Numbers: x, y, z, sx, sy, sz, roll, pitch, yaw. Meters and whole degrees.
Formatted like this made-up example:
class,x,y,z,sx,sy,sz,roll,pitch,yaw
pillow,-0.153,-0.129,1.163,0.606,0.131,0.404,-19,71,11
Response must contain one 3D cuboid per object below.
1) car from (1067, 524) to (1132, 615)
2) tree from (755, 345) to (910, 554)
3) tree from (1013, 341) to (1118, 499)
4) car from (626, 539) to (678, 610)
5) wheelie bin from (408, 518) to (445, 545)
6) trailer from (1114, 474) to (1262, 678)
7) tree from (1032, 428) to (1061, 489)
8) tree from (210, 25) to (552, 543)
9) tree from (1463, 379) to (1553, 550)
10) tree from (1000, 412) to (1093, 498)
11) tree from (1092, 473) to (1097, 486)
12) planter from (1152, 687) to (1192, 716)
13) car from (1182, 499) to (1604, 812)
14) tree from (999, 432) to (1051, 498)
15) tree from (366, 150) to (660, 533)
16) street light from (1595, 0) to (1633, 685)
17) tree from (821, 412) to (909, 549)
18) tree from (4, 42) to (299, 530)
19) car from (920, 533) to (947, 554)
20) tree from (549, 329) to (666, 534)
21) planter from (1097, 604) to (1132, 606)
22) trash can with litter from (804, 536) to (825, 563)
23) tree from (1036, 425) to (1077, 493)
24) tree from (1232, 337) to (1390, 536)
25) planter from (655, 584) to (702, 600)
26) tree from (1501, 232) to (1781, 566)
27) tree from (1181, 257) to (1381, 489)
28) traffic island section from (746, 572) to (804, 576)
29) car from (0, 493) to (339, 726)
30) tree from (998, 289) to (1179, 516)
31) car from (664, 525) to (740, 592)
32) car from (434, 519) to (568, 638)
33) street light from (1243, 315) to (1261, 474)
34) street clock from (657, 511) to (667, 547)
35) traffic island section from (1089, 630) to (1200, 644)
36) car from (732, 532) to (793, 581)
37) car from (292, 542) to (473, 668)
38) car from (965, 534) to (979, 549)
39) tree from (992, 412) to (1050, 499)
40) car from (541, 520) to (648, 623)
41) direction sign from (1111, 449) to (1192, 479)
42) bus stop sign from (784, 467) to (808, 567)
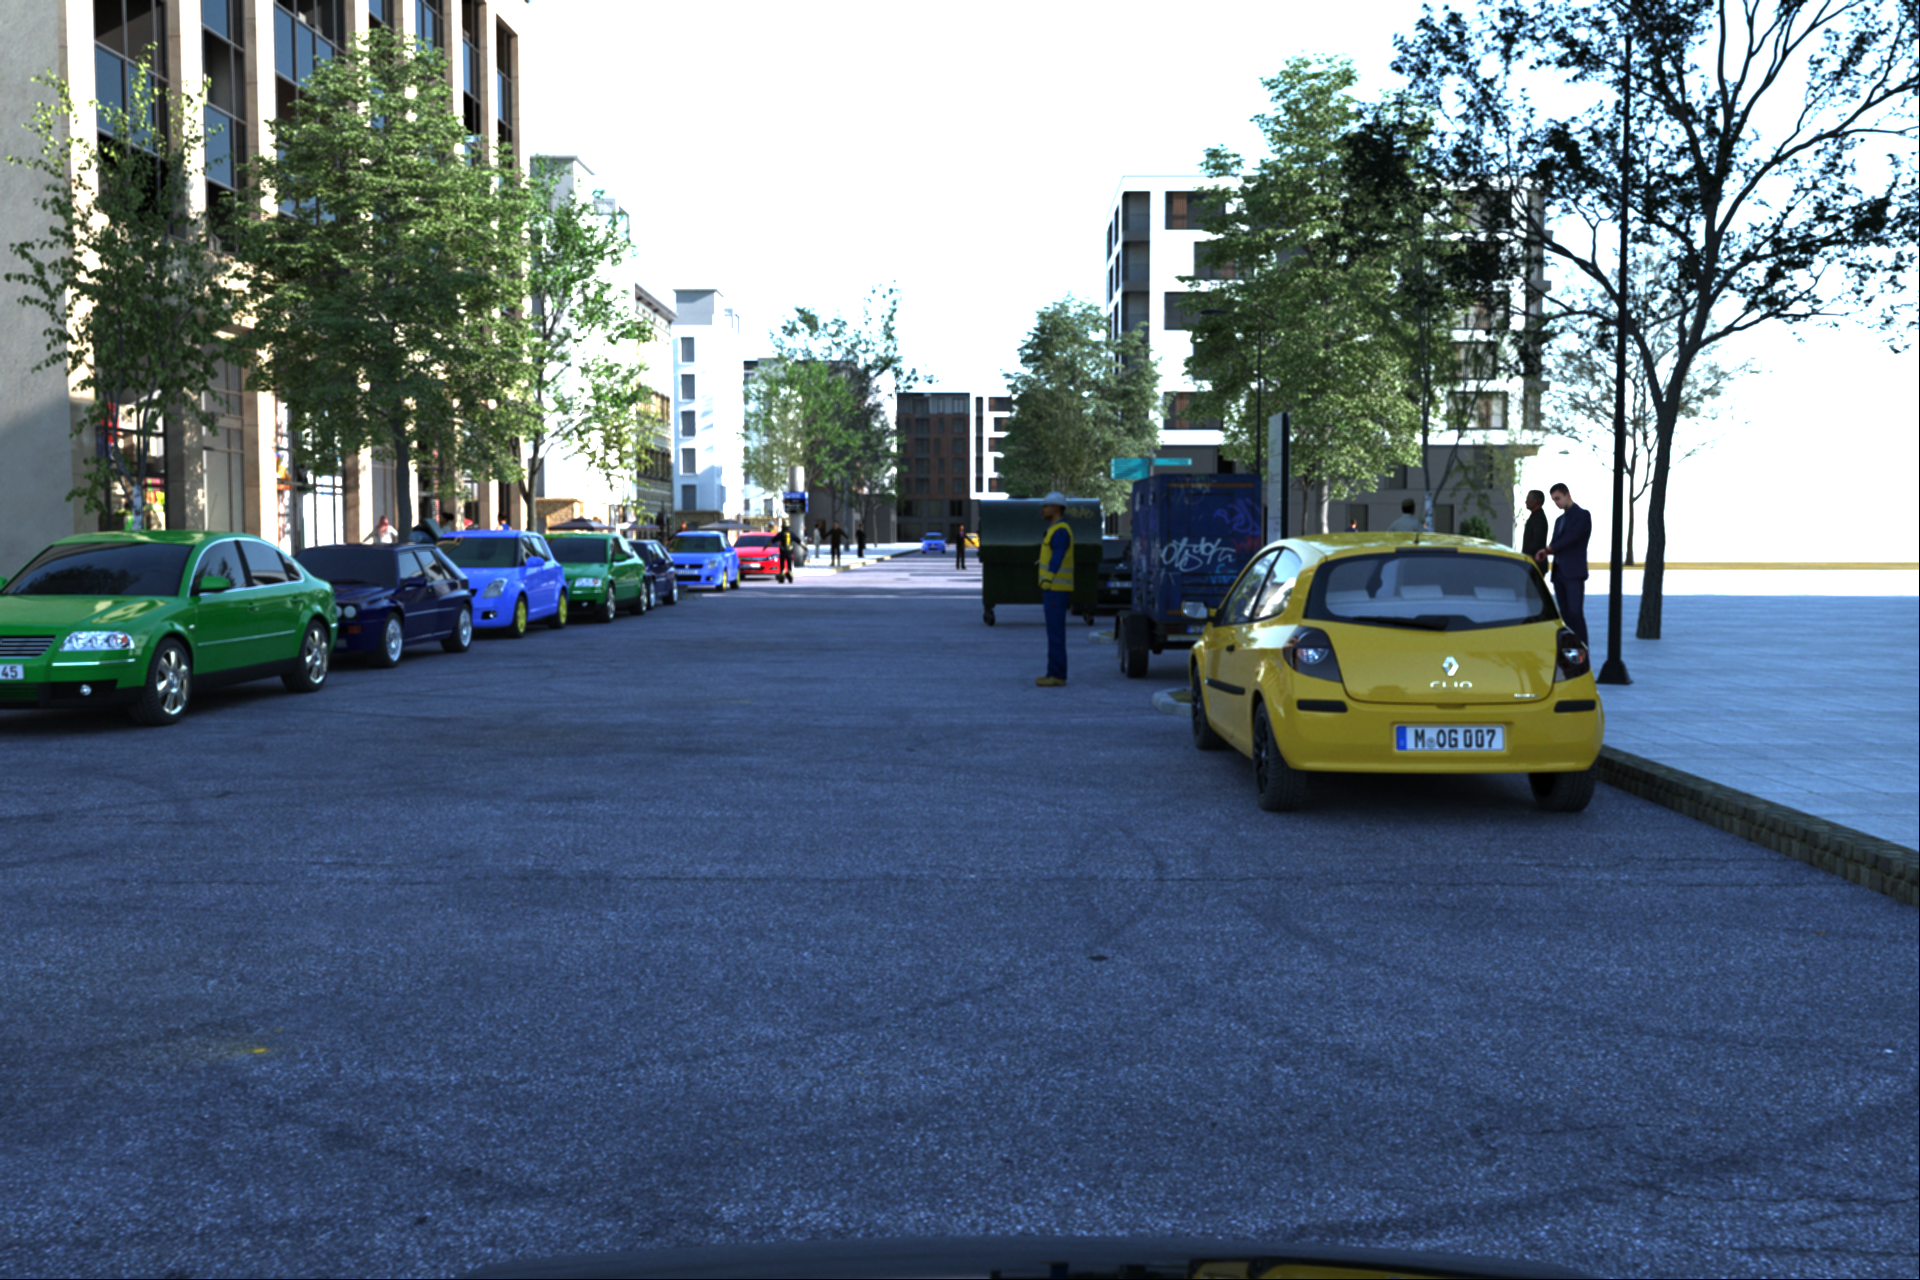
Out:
class,x,y,z,sx,sy,sz,roll,pitch,yaw
car,2.813,-1.364,32.081,2.009,1.686,4.222,0,3,0
tree,-8.075,-12.314,111.708,12.009,13.543,11.850,0,3,0
tree,3.724,-7.131,66.953,4.360,8.622,3.978,0,3,0
car,-6.630,-1.299,33.826,1.945,1.354,3.894,0,4,0
wheelie bin,-10.609,-1.634,34.628,0.693,1.594,0.980,0,4,0
trailer,2.366,-0.689,18.308,1.471,1.999,3.904,0,3,0
tree,6.748,-10.126,115.917,4.737,8.622,4.395,0,3,0
tree,-13.243,-7.431,39.630,7.486,12.596,7.792,0,3,0
tree,26.153,-7.966,80.609,4.360,8.622,3.978,0,3,0
tree,7.008,-12.935,137.237,9.928,11.665,9.643,0,3,0
tree,22.089,-21.317,255.179,9.857,13.997,8.962,0,3,0
planter,2.618,0.417,14.321,1.991,0.319,1.994,0,4,1
car,2.402,-0.009,10.364,2.015,1.641,3.980,0,4,0
tree,7.220,-13.673,149.316,9.928,11.665,9.643,0,3,0
tree,-12.177,-7.499,48.364,9.928,11.665,9.643,0,3,0
street light,6.167,-2.579,14.711,1.470,5.913,1.316,0,4,1
tree,-8.156,-13.469,145.979,9.928,11.665,9.643,0,3,0
tree,-12.711,-4.679,26.870,4.737,8.622,4.395,0,3,0
car,-1.934,-7.226,127.741,1.945,1.707,3.694,0,4,1
tree,-12.138,-6.748,60.699,4.737,8.622,4.395,0,3,0
planter,2.857,-0.871,35.376,1.991,0.319,1.994,0,4,1
trash can with litter,-6.861,-4.102,78.122,1.678,1.210,2.233,0,4,2
tree,6.605,-9.643,108.026,4.737,8.622,4.395,0,3,0
tree,15.203,-8.594,74.929,7.601,10.594,8.767,-1,4,-12
planter,-6.781,-1.053,38.351,1.991,0.319,1.994,0,4,1
tree,27.063,-9.717,69.250,12.009,13.543,11.850,0,3,0
tree,12.115,-8.500,64.731,9.928,11.665,9.643,0,3,0
traffic island section,-6.475,-2.298,60.438,1.991,0.108,1.994,0,4,1
car,-6.735,-0.339,14.345,1.959,1.807,4.718,0,4,1
tree,6.552,-11.198,89.749,9.857,13.997,8.962,0,3,0
car,-6.630,-2.103,43.971,1.945,1.707,3.694,0,4,1
car,-6.846,-0.938,24.933,1.945,1.707,3.694,0,4,1
street light,6.719,-3.870,35.814,1.470,5.913,1.316,0,4,1
street clock,-9.517,-3.108,55.384,0.358,2.002,0.471,0,4,1
traffic island section,2.743,-0.028,23.321,1.991,0.108,1.994,0,4,1
car,-6.321,-2.790,54.657,2.155,1.783,4.494,0,4,0
car,-6.868,-0.436,19.710,1.945,1.354,3.894,0,4,1
car,0.985,-9.248,161.432,2.015,1.641,3.980,0,4,0
tree,7.729,-15.750,164.174,9.857,13.997,8.962,0,3,0
car,-6.485,-1.255,29.310,1.959,1.807,4.718,0,4,0
direction sign,5.998,-3.981,53.858,2.525,3.948,1.411,0,4,0
bus stop sign,-6.415,-4.815,67.747,0.837,3.901,0.837,0,4,0
